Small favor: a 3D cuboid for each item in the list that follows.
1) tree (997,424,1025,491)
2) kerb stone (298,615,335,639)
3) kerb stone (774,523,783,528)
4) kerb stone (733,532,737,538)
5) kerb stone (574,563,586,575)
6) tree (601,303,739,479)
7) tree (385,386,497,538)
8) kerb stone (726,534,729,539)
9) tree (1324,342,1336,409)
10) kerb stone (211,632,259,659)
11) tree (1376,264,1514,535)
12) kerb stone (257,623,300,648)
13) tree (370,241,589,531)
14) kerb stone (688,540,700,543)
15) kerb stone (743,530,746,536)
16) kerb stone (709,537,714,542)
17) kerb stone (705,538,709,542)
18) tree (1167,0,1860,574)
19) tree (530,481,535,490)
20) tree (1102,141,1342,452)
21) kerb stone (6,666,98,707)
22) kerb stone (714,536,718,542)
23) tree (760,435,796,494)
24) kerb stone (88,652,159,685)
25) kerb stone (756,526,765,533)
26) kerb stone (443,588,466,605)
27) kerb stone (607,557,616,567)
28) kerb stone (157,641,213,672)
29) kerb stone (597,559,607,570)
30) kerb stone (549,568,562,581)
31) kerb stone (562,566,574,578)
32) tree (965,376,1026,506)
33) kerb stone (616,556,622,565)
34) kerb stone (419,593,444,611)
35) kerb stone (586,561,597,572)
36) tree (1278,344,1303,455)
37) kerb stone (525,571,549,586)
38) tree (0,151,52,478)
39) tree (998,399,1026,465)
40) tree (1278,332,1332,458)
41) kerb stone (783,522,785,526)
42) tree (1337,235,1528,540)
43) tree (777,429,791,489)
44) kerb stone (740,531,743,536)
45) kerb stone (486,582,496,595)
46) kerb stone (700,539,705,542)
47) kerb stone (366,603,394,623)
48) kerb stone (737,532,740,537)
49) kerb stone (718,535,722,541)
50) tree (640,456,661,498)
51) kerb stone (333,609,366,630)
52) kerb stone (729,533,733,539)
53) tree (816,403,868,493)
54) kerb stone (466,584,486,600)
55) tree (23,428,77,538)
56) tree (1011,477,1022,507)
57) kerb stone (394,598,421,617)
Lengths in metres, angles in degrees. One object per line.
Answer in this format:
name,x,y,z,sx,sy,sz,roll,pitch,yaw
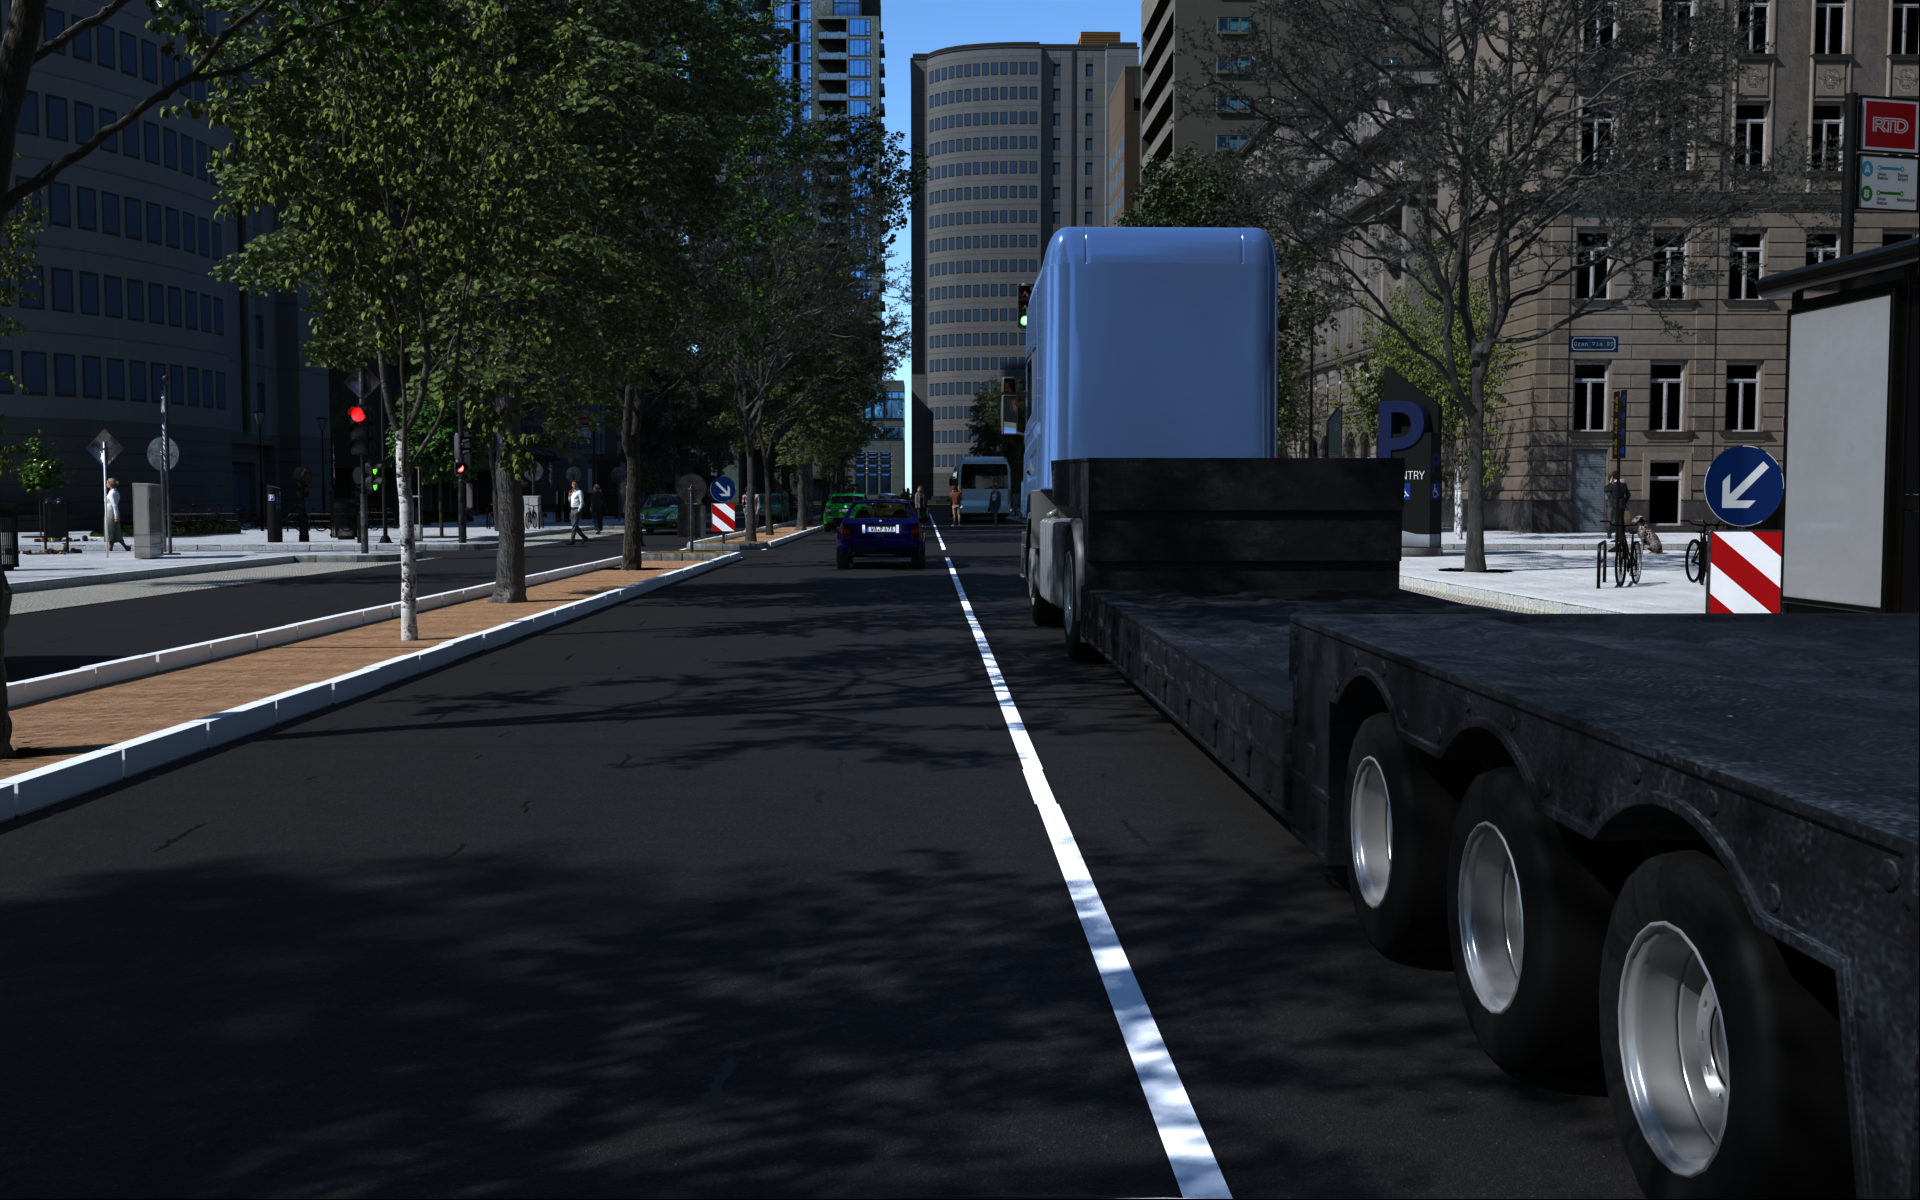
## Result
tree,5.885,-13.105,164.629,4.737,8.622,4.395,0,3,0
kerb stone,-6.552,0.291,17.443,0.120,0.150,1.000,0,4,-1
kerb stone,-7.813,-3.182,74.300,0.120,0.150,1.000,0,4,-1
kerb stone,-7.403,-2.059,55.862,0.120,0.150,1.000,0,4,-1
kerb stone,-6.853,-0.523,30.766,0.120,0.150,1.000,0,4,-1
tree,-17.217,-12.252,106.969,9.857,13.997,8.962,0,3,0
tree,-15.224,-4.117,51.033,4.285,4.588,4.351,0,3,0
kerb stone,-7.370,-1.933,53.807,0.120,0.150,1.000,0,4,-1
tree,15.851,-6.981,64.508,4.737,8.622,4.395,0,3,0
kerb stone,-6.509,0.416,15.399,0.120,0.150,1.000,0,4,-1
tree,15.538,-6.377,54.619,4.360,8.622,3.978,0,3,0
kerb stone,-6.525,0.357,16.421,0.120,0.150,1.000,0,4,-1
tree,-16.303,-7.663,59.704,7.601,10.594,8.767,0,4,6
kerb stone,-7.197,-1.494,46.633,0.120,0.150,1.000,0,4,-1
kerb stone,-7.468,-2.247,58.935,0.120,0.150,1.000,0,4,-1
kerb stone,-7.268,-1.682,49.707,0.120,0.150,1.000,0,4,-1
kerb stone,-7.250,-1.619,48.685,0.120,0.150,1.000,0,4,-1
tree,8.382,-7.198,28.064,12.009,13.543,11.850,0,3,0
tree,-21.927,-5.612,86.357,1.663,3.219,1.824,0,3,0
tree,7.493,-8.532,56.499,9.611,12.733,9.660,0,3,0
kerb stone,-6.448,0.612,12.320,0.120,0.150,1.000,0,4,-1
kerb stone,-7.286,-1.743,50.731,0.120,0.150,1.000,0,4,-1
tree,-19.099,-14.136,181.487,4.360,8.622,3.978,0,3,0
kerb stone,-6.474,0.542,13.341,0.120,0.150,1.000,0,4,-1
kerb stone,-7.637,-2.682,66.108,0.120,0.150,1.000,0,4,-1
kerb stone,-6.671,-0.023,22.573,0.120,0.150,1.000,0,4,-1
kerb stone,-6.920,-0.710,33.838,0.120,0.150,1.000,0,4,-1
kerb stone,-6.487,0.478,14.377,0.120,0.150,1.000,0,4,-1
kerb stone,-6.890,-0.647,32.813,0.120,0.150,1.000,0,4,-1
kerb stone,-6.802,-0.396,28.713,0.120,0.150,1.000,0,4,-1
kerb stone,-6.829,-0.461,29.737,0.120,0.150,1.000,0,4,-1
tree,5.372,-17.069,185.731,9.857,13.997,8.962,0,3,0
kerb stone,-6.945,-0.775,34.864,0.120,0.150,1.000,0,4,-1
kerb stone,-6.646,0.040,21.542,0.120,0.150,1.000,0,4,-1
kerb stone,-6.872,-0.585,31.788,0.120,0.150,1.000,0,4,-1
tree,14.192,-7.971,80.683,4.737,8.622,4.395,0,3,0
kerb stone,-6.783,-0.335,27.691,0.120,0.150,1.000,0,4,-1
tree,-15.411,-4.595,25.496,4.737,8.622,4.395,0,3,0
tree,6.310,-12.401,137.171,7.601,10.594,8.767,2,4,33
tree,14.305,-7.645,75.365,4.360,8.622,3.978,0,3,0
kerb stone,-7.838,-3.249,75.322,0.120,0.150,1.000,0,4,-1
tree,13.925,-5.997,48.416,4.737,8.622,4.395,0,3,0
tree,-18.404,-14.664,190.122,4.737,8.622,4.395,0,3,0
kerb stone,-7.450,-2.184,57.906,0.120,0.150,1.000,0,4,-1
kerb stone,-6.719,-0.148,24.620,0.120,0.150,1.000,0,4,-1
kerb stone,-7.217,-1.558,47.663,0.120,0.150,1.000,0,4,-1
kerb stone,-6.608,0.166,19.492,0.120,0.150,1.000,0,4,-1
kerb stone,-7.433,-2.122,56.884,0.120,0.150,1.000,0,4,-1
kerb stone,-7.311,-1.808,51.763,0.120,0.150,1.000,0,4,-1
tree,-16.182,-5.791,89.290,1.663,3.219,1.824,0,3,0
kerb stone,-6.585,0.228,18.464,0.120,0.150,1.000,0,4,-1
kerb stone,-7.384,-1.996,54.834,0.120,0.150,1.000,0,4,-1
tree,-7.544,-9.584,109.515,4.360,8.622,3.978,0,3,0
kerb stone,-6.685,-0.086,23.599,0.120,0.150,1.000,0,4,-1
tree,-27.046,-3.441,50.862,1.663,3.219,1.824,0,3,0
tree,5.609,-10.957,173.739,1.663,3.219,1.824,0,3,0
kerb stone,-6.621,0.103,20.518,0.120,0.150,1.000,0,4,-1
